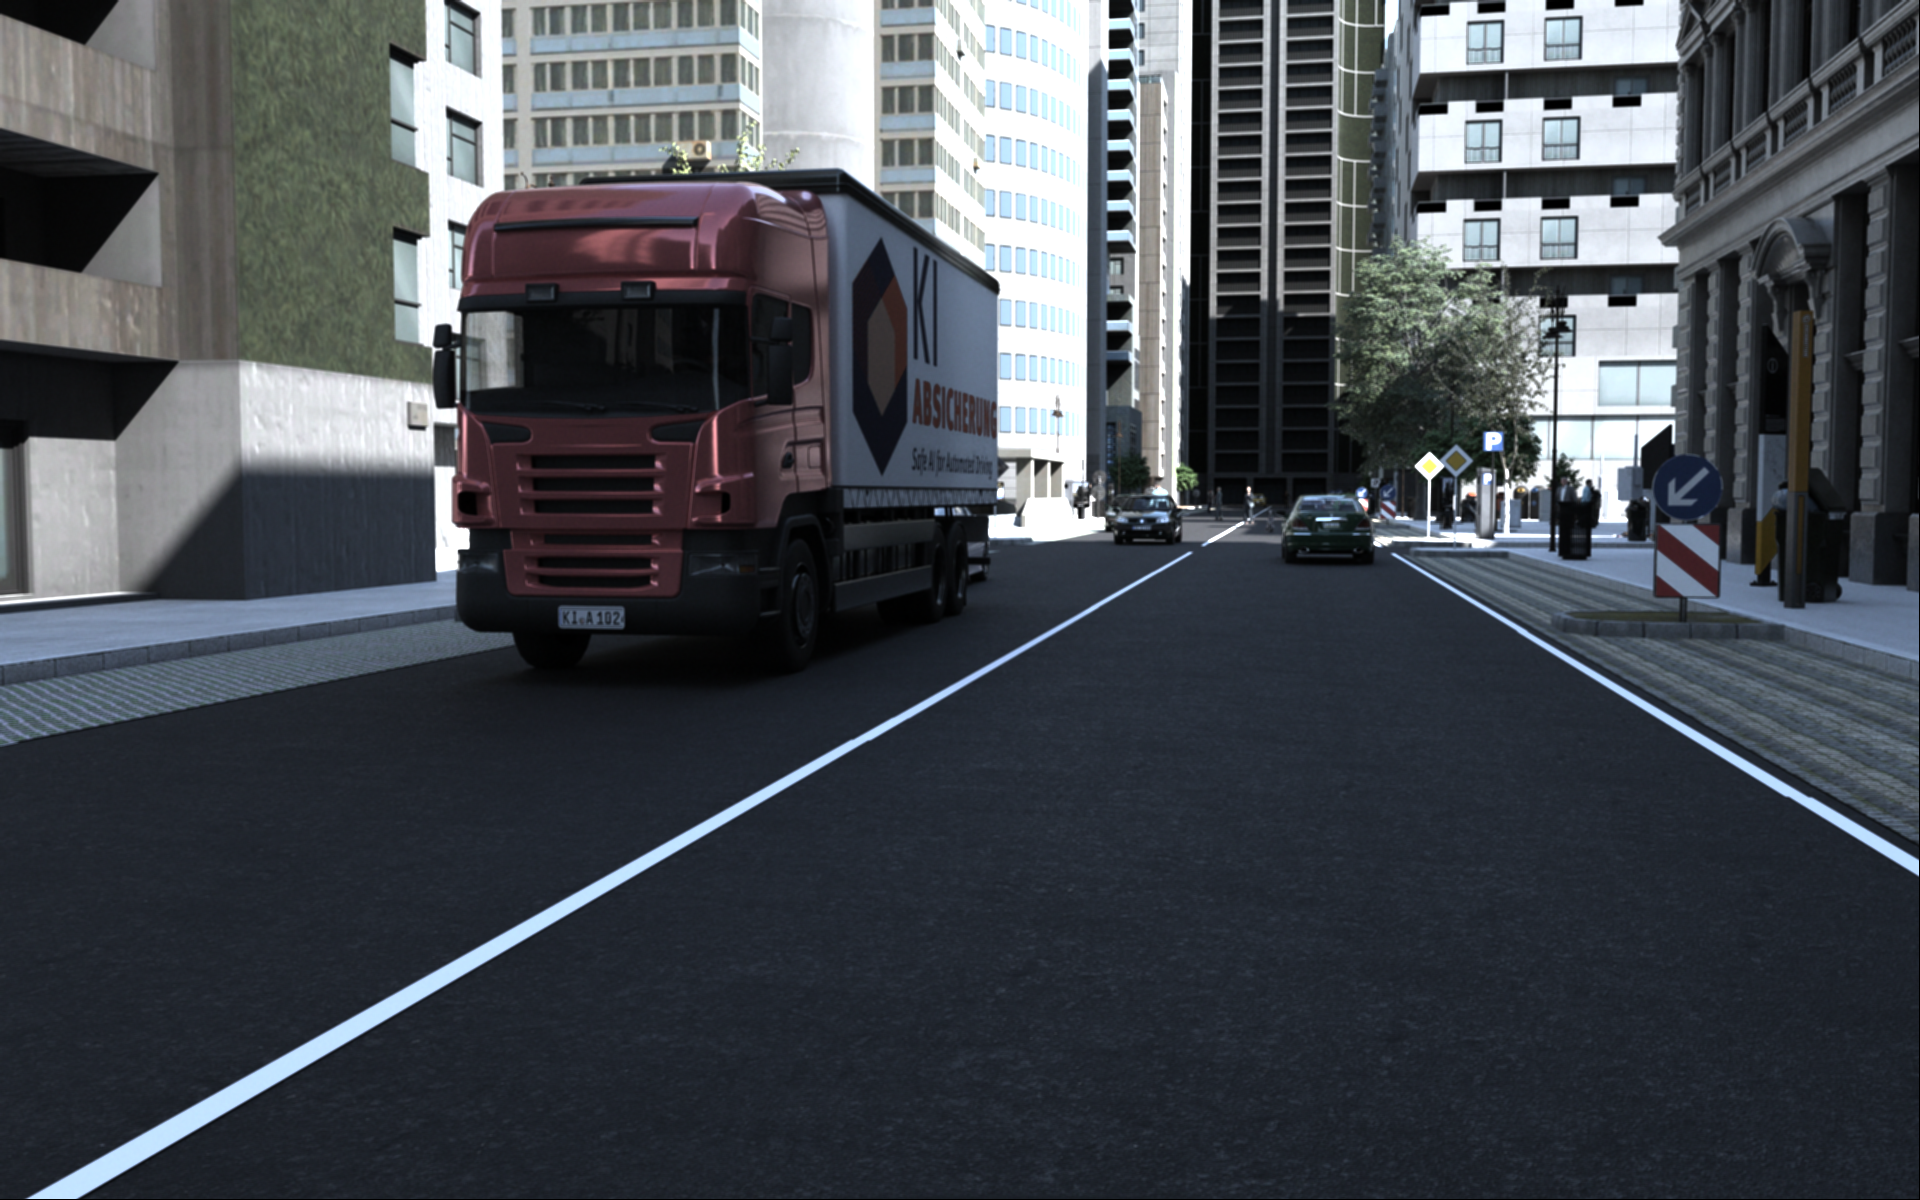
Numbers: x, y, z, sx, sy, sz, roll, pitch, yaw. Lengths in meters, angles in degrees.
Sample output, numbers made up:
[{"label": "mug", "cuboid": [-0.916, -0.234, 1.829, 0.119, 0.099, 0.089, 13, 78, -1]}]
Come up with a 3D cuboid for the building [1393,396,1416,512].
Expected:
[{"label": "building", "cuboid": [39.244, -21.764, 127.541, 14.160, 30.474, 14.107, 1, 4, 11]}]

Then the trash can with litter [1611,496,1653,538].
[{"label": "trash can with litter", "cuboid": [20.277, -2.481, 51.628, 1.678, 1.210, 2.233, -1, 4, -9]}]

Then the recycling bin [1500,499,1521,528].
[{"label": "recycling bin", "cuboid": [21.015, -3.275, 66.105, 0.722, 1.027, 0.722, 1, 4, 13]}]

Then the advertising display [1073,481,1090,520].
[{"label": "advertising display", "cuboid": [6.055, -4.977, 86.588, 0.974, 1.923, 0.123, 2, 4, 32]}]

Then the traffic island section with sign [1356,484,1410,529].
[{"label": "traffic island section with sign", "cuboid": [17.689, -3.888, 72.202, 1.989, 1.847, 2.006, 1, 4, 11]}]

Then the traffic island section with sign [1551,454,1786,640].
[{"label": "traffic island section with sign", "cuboid": [7.256, -0.572, 17.977, 1.989, 1.847, 2.006, 1, 4, 11]}]

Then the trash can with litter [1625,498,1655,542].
[{"label": "trash can with litter", "cuboid": [18.603, -2.175, 46.940, 1.055, 1.170, 0.624, 1, 4, 12]}]

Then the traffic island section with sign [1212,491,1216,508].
[{"label": "traffic island section with sign", "cuboid": [25.626, -10.274, 176.599, 1.989, 1.847, 2.006, 1, 4, 11]}]

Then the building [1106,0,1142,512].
[{"label": "building", "cuboid": [4.282, -50.664, 141.035, 22.319, 86.520, 31.000, 1, 4, 11]}]

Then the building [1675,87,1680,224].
[{"label": "building", "cuboid": [41.995, -12.993, 57.475, 28.899, 21.520, 27.650, 1, 4, 11]}]

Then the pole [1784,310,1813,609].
[{"label": "pole", "cuboid": [9.386, -1.562, 19.382, 0.158, 3.312, 0.155, 0, 3, 0]}]

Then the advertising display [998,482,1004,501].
[{"label": "advertising display", "cuboid": [1.868, -5.300, 91.868, 0.974, 1.923, 0.123, -2, 4, -25]}]

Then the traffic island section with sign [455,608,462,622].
[{"label": "traffic island section with sign", "cuboid": [-4.479, -0.699, 20.051, 1.989, 1.847, 2.006, 1, 4, 11]}]

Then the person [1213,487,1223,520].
[{"label": "person", "cuboid": [14.108, -5.278, 94.963, 0.590, 1.801, 0.661, 1, 4, 17]}]

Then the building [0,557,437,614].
[{"label": "building", "cuboid": [-15.912, -15.139, 19.226, 14.160, 30.474, 14.107, 1, 4, 11]}]

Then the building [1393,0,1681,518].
[{"label": "building", "cuboid": [40.777, -31.501, 104.285, 28.713, 52.752, 27.495, 1, 4, 11]}]

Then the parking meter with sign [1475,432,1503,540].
[{"label": "parking meter with sign", "cuboid": [14.984, -3.242, 49.261, 0.543, 3.016, 1.738, 0, 4, 7]}]

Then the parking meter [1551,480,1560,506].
[{"label": "parking meter", "cuboid": [24.791, -4.063, 72.147, 0.255, 1.863, 0.399, 2, 4, 33]}]

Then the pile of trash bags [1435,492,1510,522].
[{"label": "pile of trash bags", "cuboid": [23.373, -4.240, 79.074, 3.447, 1.369, 1.912, 3, 4, 36]}]

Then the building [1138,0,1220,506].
[{"label": "building", "cuboid": [21.271, -47.676, 217.757, 20.611, 71.187, 20.563, 1, 4, 11]}]

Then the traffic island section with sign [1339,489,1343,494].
[{"label": "traffic island section with sign", "cuboid": [22.880, -5.539, 99.192, 1.989, 1.847, 2.006, 1, 4, 11]}]

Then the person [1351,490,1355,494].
[{"label": "person", "cuboid": [41.017, -10.676, 181.042, 0.568, 1.767, 0.683, -2, 4, -31]}]

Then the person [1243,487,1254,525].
[{"label": "person", "cuboid": [13.458, -4.398, 80.824, 0.576, 1.772, 0.534, 2, 4, 28]}]

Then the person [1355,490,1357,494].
[{"label": "person", "cuboid": [45.148, -11.676, 196.957, 1.348, 1.822, 0.705, 1, 4, 20]}]

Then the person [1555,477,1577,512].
[{"label": "person", "cuboid": [17.293, -2.638, 49.575, 0.661, 1.777, 0.834, 3, 4, 36]}]

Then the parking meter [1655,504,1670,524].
[{"label": "parking meter", "cuboid": [21.613, -2.909, 53.277, 0.399, 1.863, 0.255, -2, 4, -26]}]

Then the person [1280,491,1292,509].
[{"label": "person", "cuboid": [31.354, -9.634, 166.531, 1.217, 1.766, 0.721, 3, 4, 38]}]

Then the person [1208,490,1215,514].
[{"label": "person", "cuboid": [18.486, -7.215, 126.994, 0.750, 1.759, 0.617, 2, 4, 29]}]

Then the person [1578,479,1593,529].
[{"label": "person", "cuboid": [22.719, -3.484, 63.019, 0.620, 1.820, 0.660, 0, 4, 6]}]

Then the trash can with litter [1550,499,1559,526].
[{"label": "trash can with litter", "cuboid": [24.533, -3.639, 70.889, 0.624, 1.170, 1.055, 2, 4, 34]}]

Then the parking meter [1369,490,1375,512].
[{"label": "parking meter", "cuboid": [28.076, -6.701, 117.966, 0.372, 1.533, 0.369, 0, 3, 0]}]

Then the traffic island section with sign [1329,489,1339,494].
[{"label": "traffic island section with sign", "cuboid": [37.350, -10.143, 174.459, 1.989, 1.847, 2.006, 1, 4, 11]}]

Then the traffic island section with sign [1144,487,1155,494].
[{"label": "traffic island section with sign", "cuboid": [11.133, -5.664, 101.238, 1.989, 1.847, 2.006, 1, 4, 11]}]

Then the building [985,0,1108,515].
[{"label": "building", "cuboid": [-2.753, -34.588, 107.513, 21.231, 58.520, 28.212, 1, 4, 11]}]

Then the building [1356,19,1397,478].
[{"label": "building", "cuboid": [53.226, -34.089, 176.962, 23.786, 49.044, 30.456, 1, 4, 11]}]

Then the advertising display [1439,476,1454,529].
[{"label": "advertising display", "cuboid": [17.714, -3.539, 63.083, 0.123, 1.923, 0.974, 3, 5, 41]}]

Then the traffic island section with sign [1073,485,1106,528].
[{"label": "traffic island section with sign", "cuboid": [5.960, -4.020, 74.355, 1.989, 1.847, 2.006, 1, 4, 11]}]

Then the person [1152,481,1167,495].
[{"label": "person", "cuboid": [6.231, -2.813, 54.358, 0.638, 1.841, 0.748, 0, 4, 5]}]

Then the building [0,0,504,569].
[{"label": "building", "cuboid": [-18.524, -16.324, 38.605, 14.107, 30.474, 14.160, 1, 4, 11]}]

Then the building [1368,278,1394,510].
[{"label": "building", "cuboid": [49.749, -18.525, 147.918, 27.650, 21.520, 28.899, 1, 4, 11]}]

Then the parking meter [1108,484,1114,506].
[{"label": "parking meter", "cuboid": [8.491, -5.617, 97.543, 0.255, 1.863, 0.399, 2, 4, 24]}]

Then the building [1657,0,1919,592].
[{"label": "building", "cuboid": [18.350, -12.112, 26.906, 11.050, 23.489, 19.941, 1, 4, 11]}]

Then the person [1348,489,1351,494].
[{"label": "person", "cuboid": [41.475, -10.916, 184.537, 1.348, 1.823, 0.705, -1, 4, -22]}]

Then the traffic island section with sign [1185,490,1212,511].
[{"label": "traffic island section with sign", "cuboid": [20.536, -8.654, 150.127, 1.989, 1.847, 2.006, 1, 4, 11]}]

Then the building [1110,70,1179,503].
[{"label": "building", "cuboid": [13.063, -29.361, 163.646, 14.154, 41.232, 14.086, 1, 4, 11]}]

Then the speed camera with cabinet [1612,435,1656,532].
[{"label": "speed camera with cabinet", "cuboid": [22.919, -3.907, 58.223, 2.038, 3.252, 0.660, -3, 4, -36]}]

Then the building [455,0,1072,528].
[{"label": "building", "cuboid": [-12.020, -23.375, 74.069, 32.217, 40.220, 23.993, 1, 4, 11]}]

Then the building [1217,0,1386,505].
[{"label": "building", "cuboid": [41.708, -47.448, 214.021, 20.611, 71.187, 20.563, 1, 4, 11]}]

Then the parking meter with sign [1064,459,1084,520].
[{"label": "parking meter with sign", "cuboid": [5.229, -5.455, 85.453, 1.738, 3.016, 0.543, 0, 4, 3]}]

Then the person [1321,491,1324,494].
[{"label": "person", "cuboid": [42.137, -11.756, 201.381, 0.551, 1.740, 0.621, -2, 4, -25]}]
